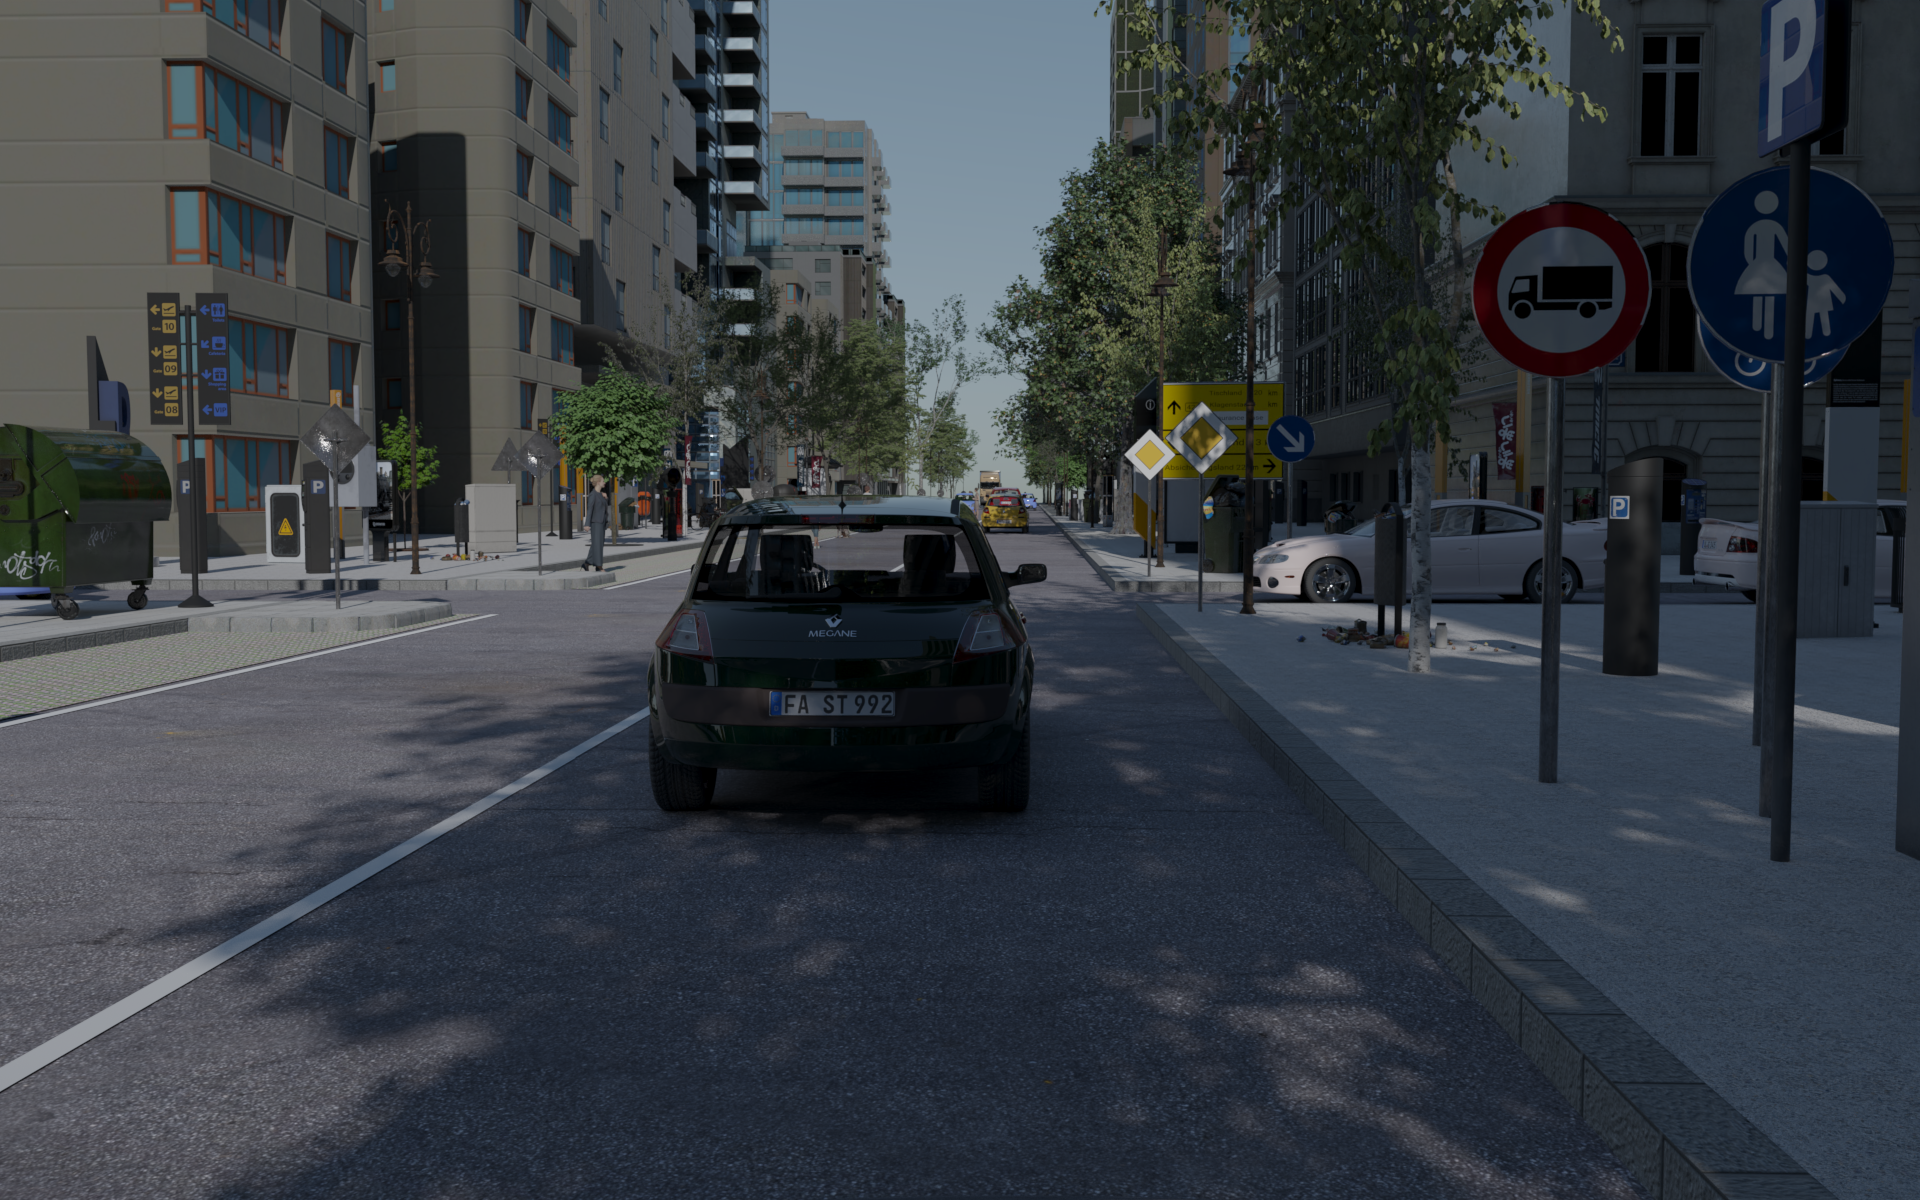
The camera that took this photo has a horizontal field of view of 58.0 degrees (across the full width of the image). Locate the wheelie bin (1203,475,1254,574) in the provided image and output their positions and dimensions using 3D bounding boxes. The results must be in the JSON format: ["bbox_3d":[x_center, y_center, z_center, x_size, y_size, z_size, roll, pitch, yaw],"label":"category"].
[{"bbox_3d":[4.368,-1.241,28.195,0.693,1.594,0.980,3,5,41],"label":"wheelie bin"}]

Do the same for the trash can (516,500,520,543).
[{"bbox_3d":[-11.383,-1.941,43.389,0.748,1.137,0.748,0,3,0],"label":"trash can"}]

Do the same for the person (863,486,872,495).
[{"bbox_3d":[-3.595,-3.635,68.502,0.480,1.755,0.524,1,4,16],"label":"person"}]

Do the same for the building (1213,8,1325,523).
[{"bbox_3d":[20.435,-17.827,88.738,12.463,27.353,25.104,0,4,2],"label":"building"}]

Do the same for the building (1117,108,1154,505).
[{"bbox_3d":[25.542,-33.723,201.487,14.600,45.320,14.200,0,4,2],"label":"building"}]

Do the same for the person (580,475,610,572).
[{"bbox_3d":[-6.533,-1.350,30.986,0.534,1.772,0.576,-1,4,-13],"label":"person"}]

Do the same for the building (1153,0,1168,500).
[{"bbox_3d":[27.729,-37.431,154.000,21.231,58.520,28.212,0,4,2],"label":"building"}]

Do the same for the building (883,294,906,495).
[{"bbox_3d":[-15.230,-29.086,247.249,14.160,30.474,14.107,0,4,2],"label":"building"}]

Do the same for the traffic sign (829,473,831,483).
[{"bbox_3d":[-7.631,-5.967,97.671,0.768,2.556,0.104,0,4,3],"label":"traffic sign"}]

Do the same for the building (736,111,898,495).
[{"bbox_3d":[-20.543,-36.961,223.917,23.786,49.044,30.456,0,4,2],"label":"building"}]

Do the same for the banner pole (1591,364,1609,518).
[{"bbox_3d":[10.013,-2.269,27.108,0.401,3.779,0.863,3,4,37],"label":"banner pole"}]

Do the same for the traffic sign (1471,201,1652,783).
[{"bbox_3d":[2.622,-0.461,7.644,0.768,2.556,0.104,0,4,5],"label":"traffic sign"}]

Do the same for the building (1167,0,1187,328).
[{"bbox_3d":[22.789,-27.518,133.511,14.154,41.232,14.086,0,4,2],"label":"building"}]

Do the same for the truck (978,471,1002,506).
[{"bbox_3d":[3.646,-13.464,209.056,2.839,4.237,11.283,0,4,2],"label":"truck"}]

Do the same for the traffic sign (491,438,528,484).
[{"bbox_3d":[-10.352,-2.433,39.791,0.884,2.594,0.081,1,4,8],"label":"traffic sign"}]

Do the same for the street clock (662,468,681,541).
[{"bbox_3d":[-7.874,-2.616,47.343,0.358,2.002,0.471,3,5,44],"label":"street clock"}]

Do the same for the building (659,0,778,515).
[{"bbox_3d":[-23.910,-49.176,116.694,22.319,86.520,31.000,0,4,2],"label":"building"}]

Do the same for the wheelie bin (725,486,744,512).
[{"bbox_3d":[-8.359,-3.432,64.027,0.693,1.594,0.980,-1,4,-12],"label":"wheelie bin"}]

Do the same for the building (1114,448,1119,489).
[{"bbox_3d":[31.210,-36.957,223.852,23.786,49.044,30.456,0,4,2],"label":"building"}]

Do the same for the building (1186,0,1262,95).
[{"bbox_3d":[23.066,-28.693,119.248,14.600,45.320,14.200,0,4,2],"label":"building"}]

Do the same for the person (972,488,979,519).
[{"bbox_3d":[0.829,-5.121,92.563,0.374,1.781,0.599,-1,4,-12],"label":"person"}]

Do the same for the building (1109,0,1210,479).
[{"bbox_3d":[29.914,-49.593,249.097,20.563,71.187,20.611,0,4,2],"label":"building"}]

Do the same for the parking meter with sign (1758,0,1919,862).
[{"bbox_3d":[3.694,-0.590,5.911,1.738,3.016,0.543,0,4,4],"label":"parking meter with sign"}]

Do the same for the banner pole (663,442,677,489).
[{"bbox_3d":[-13.861,-5.697,83.164,0.863,3.779,0.401,1,4,15],"label":"banner pole"}]

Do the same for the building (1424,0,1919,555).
[{"bbox_3d":[29.628,-13.515,40.060,34.723,24.649,14.460,0,4,2],"label":"building"}]

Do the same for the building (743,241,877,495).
[{"bbox_3d":[-17.300,-26.324,202.100,14.160,30.474,14.107,0,4,2],"label":"building"}]

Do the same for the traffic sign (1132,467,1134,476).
[{"bbox_3d":[7.108,-4.131,67.654,0.768,2.556,0.104,1,4,9],"label":"traffic sign"}]

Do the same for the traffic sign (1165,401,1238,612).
[{"bbox_3d":[2.616,-0.929,18.826,0.795,2.450,0.064,0,4,2],"label":"traffic sign"}]

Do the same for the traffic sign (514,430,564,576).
[{"bbox_3d":[-6.605,-1.441,27.200,0.795,2.450,0.064,0,4,2],"label":"traffic sign"}]

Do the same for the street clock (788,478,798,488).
[{"bbox_3d":[-7.689,-4.620,80.111,0.471,2.002,0.358,-2,4,-33],"label":"street clock"}]

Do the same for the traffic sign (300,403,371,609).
[{"bbox_3d":[-6.920,-0.953,19.221,0.795,2.450,0.064,0,4,2],"label":"traffic sign"}]

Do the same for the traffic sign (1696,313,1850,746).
[{"bbox_3d":[4.089,-0.530,8.766,0.768,2.556,0.104,0,4,6],"label":"traffic sign"}]

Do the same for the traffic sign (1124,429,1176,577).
[{"bbox_3d":[2.931,-1.417,26.805,0.795,2.450,0.064,0,4,2],"label":"traffic sign"}]

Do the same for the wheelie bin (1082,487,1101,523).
[{"bbox_3d":[5.928,-4.280,77.882,0.693,1.594,0.980,-3,5,-43],"label":"wheelie bin"}]

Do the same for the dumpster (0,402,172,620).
[{"bbox_3d":[-9.535,-0.968,18.326,1.502,2.255,1.985,0,4,2],"label":"dumpster"}]

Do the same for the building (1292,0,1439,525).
[{"bbox_3d":[21.059,-16.541,63.949,14.314,27.812,24.014,0,4,2],"label":"building"}]

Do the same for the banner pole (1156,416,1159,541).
[{"bbox_3d":[5.422,-3.518,47.536,0.401,3.779,0.863,-2,4,-26],"label":"banner pole"}]

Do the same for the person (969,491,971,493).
[{"bbox_3d":[0.947,-9.393,162.797,1.217,1.735,0.721,-1,4,-14],"label":"person"}]

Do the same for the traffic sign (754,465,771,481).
[{"bbox_3d":[-8.728,-4.675,76.548,0.768,2.556,0.104,1,4,9],"label":"traffic sign"}]

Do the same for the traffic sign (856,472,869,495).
[{"bbox_3d":[-5.755,-6.239,102.118,0.768,2.556,0.104,0,4,7],"label":"traffic sign"}]

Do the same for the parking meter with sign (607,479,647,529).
[{"bbox_3d":[-12.284,-4.144,64.015,1.738,3.016,0.543,2,4,27],"label":"parking meter with sign"}]

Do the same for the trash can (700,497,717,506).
[{"bbox_3d":[-11.075,-3.962,76.436,0.748,1.137,0.748,0,3,0],"label":"trash can"}]

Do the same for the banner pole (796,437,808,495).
[{"bbox_3d":[-6.924,-5.290,76.511,0.863,3.779,0.401,3,5,41],"label":"banner pole"}]

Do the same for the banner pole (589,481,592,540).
[{"bbox_3d":[-10.258,-3.575,48.466,0.401,3.779,0.863,-2,4,-28],"label":"banner pole"}]

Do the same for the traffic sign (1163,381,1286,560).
[{"bbox_3d":[4.746,-2.297,31.433,2.265,3.308,0.079,1,4,12],"label":"traffic sign"}]

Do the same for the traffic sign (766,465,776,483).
[{"bbox_3d":[-8.541,-4.698,76.916,0.768,2.556,0.104,0,4,6],"label":"traffic sign"}]

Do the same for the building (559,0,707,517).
[{"bbox_3d":[-28.768,-30.481,87.597,28.713,52.752,27.495,0,4,2],"label":"building"}]

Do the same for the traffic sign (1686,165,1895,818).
[{"bbox_3d":[3.224,-0.410,6.815,0.768,2.556,0.104,0,4,7],"label":"traffic sign"}]

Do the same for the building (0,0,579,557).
[{"bbox_3d":[-28.318,-12.510,49.576,27.650,21.520,28.899,0,4,2],"label":"building"}]

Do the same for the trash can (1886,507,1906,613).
[{"bbox_3d":[10.378,-0.428,18.647,0.748,1.137,0.748,0,3,0],"label":"trash can"}]

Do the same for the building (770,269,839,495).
[{"bbox_3d":[-25.736,-18.570,148.666,27.650,21.520,28.899,0,4,2],"label":"building"}]

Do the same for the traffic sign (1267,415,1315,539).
[{"bbox_3d":[5.330,-1.704,27.969,0.768,2.556,0.104,0,4,5],"label":"traffic sign"}]
